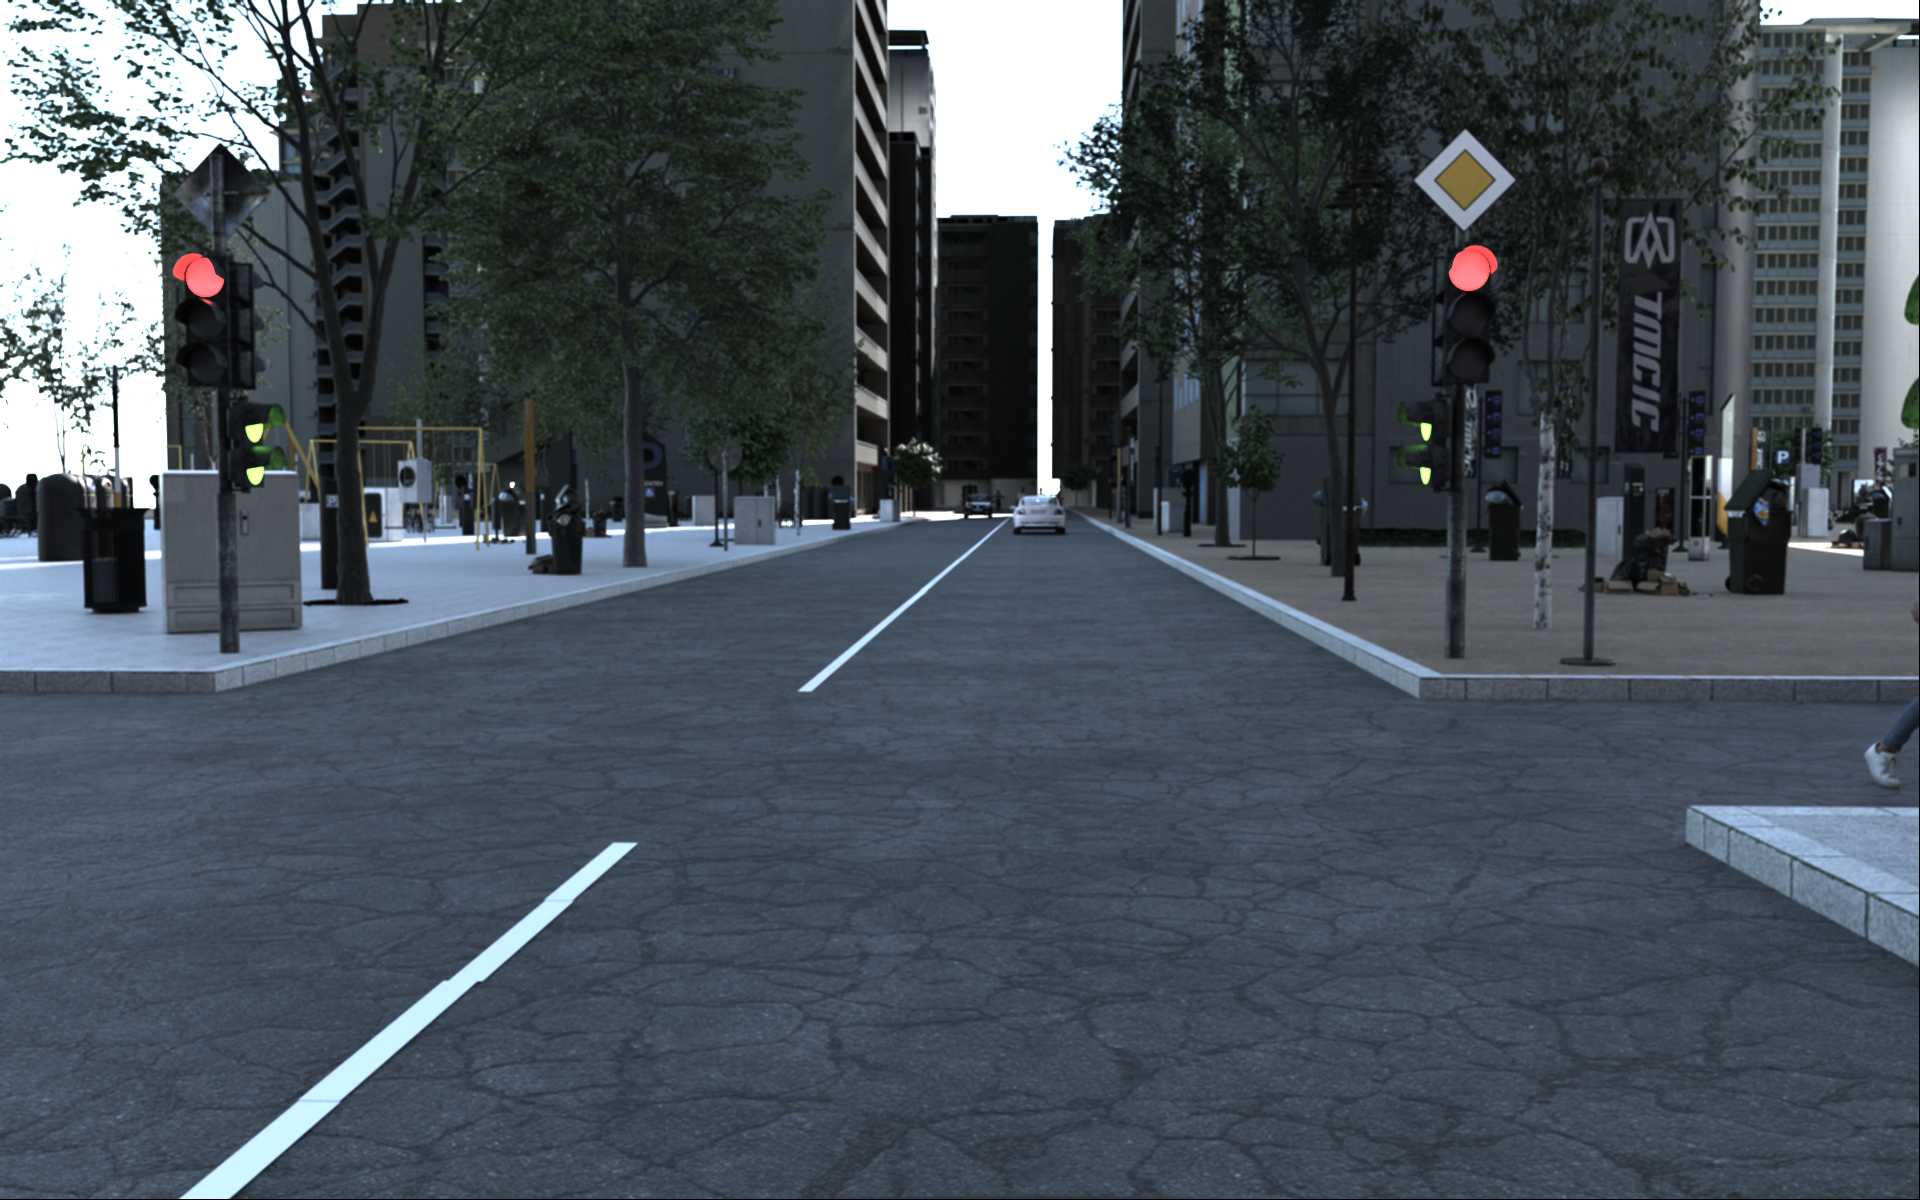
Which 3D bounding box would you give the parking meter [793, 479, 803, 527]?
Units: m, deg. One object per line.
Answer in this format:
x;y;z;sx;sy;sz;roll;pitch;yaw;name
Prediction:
-6.372;-3.809;67.988;0.255;1.863;0.399;-2;4;-32;parking meter

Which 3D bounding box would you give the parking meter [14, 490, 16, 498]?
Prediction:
-47.181;-4.795;86.810;0.372;1.533;0.369;0;3;0;parking meter

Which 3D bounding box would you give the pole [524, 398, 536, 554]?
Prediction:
-9.154;-2.631;36.867;0.158;3.312;0.155;0;3;0;pole

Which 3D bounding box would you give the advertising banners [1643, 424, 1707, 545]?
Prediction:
17.847;-2.917;43.880;0.090;3.025;2.074;-3;5;-45;advertising banners

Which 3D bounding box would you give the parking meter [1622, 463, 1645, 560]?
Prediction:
12.690;-1.647;32.635;0.255;1.863;0.399;0;4;-1;parking meter

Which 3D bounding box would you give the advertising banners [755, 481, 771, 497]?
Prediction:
-9.649;-5.450;85.299;0.090;3.025;2.074;1;4;16;advertising banners

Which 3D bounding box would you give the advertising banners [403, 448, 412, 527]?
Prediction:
-20.847;-4.196;64.788;0.090;3.025;2.074;0;4;6;advertising banners

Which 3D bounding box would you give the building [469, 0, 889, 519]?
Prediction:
-15.633;-29.113;99.695;21.300;48.544;21.600;0;4;3;building

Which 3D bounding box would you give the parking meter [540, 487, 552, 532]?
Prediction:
-13.916;-3.047;58.227;0.372;1.533;0.369;0;3;0;parking meter

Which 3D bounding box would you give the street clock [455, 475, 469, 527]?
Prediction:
-19.330;-3.833;67.241;0.471;2.002;0.358;0;4;5;street clock

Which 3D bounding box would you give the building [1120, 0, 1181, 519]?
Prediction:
20.374;-29.045;98.593;21.300;48.544;21.600;0;4;3;building

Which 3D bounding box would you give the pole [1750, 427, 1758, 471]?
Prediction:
24.212;-3.612;52.891;0.158;3.312;0.155;0;3;0;pole

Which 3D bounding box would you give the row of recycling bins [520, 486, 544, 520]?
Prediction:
-21.431;-4.854;86.470;1.069;1.692;3.534;0;4;7;row of recycling bins

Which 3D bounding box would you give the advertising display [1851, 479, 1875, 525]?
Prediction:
37.979;-4.137;72.850;0.974;1.923;0.123;0;4;-7;advertising display

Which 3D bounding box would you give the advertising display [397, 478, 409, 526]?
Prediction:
-22.287;-3.919;69.287;0.123;1.923;0.974;0;4;2;advertising display

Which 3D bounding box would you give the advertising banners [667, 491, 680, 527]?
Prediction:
-11.805;-4.343;67.200;2.074;3.025;0.090;1;4;21;advertising banners

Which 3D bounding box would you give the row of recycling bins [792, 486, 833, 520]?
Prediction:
-7.201;-4.915;87.476;3.534;1.692;1.069;3;5;44;row of recycling bins

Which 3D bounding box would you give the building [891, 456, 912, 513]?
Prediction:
-13.926;-41.698;120.014;20.563;71.187;20.611;0;4;3;building

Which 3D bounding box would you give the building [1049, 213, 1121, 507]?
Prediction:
16.467;-25.016;180.708;14.107;30.474;14.160;0;4;3;building

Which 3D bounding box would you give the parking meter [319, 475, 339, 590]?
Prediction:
-8.446;-0.917;23.399;0.372;1.533;0.369;0;3;0;parking meter

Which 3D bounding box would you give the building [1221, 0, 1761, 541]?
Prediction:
15.088;-22.620;53.426;14.154;41.232;14.086;0;4;3;building

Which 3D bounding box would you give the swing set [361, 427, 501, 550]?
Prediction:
-12.557;-2.633;40.672;3.119;2.851;2.862;-1;4;-10;swing set

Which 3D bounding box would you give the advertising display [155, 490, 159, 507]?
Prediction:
-35.379;-4.407;77.261;0.974;1.923;0.123;-2;4;-29;advertising display

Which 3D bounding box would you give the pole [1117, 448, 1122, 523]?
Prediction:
7.108;-5.099;77.206;0.158;3.312;0.155;0;3;0;pole

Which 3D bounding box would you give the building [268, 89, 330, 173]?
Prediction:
-58.805;-32.600;187.636;28.867;44.769;22.147;0;4;3;building

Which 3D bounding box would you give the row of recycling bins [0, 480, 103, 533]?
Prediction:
-32.883;-3.365;62.123;3.534;1.692;1.069;-1;4;-21;row of recycling bins

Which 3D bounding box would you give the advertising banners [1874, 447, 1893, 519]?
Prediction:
34.545;-4.131;63.724;0.090;3.025;2.074;-2;4;-28;advertising banners

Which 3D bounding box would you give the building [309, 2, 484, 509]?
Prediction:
-48.751;-30.997;156.912;14.200;45.320;14.600;0;4;3;building

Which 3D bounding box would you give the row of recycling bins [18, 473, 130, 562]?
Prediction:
-17.489;-1.678;34.546;1.069;1.692;3.534;-1;4;-9;row of recycling bins

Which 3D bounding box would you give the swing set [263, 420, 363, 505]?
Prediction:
-13.339;-2.220;33.910;2.862;2.851;3.119;-1;4;-21;swing set

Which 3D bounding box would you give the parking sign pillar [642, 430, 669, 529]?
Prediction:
-11.677;-4.678;64.962;1.447;3.967;1.447;-1;4;-17;parking sign pillar

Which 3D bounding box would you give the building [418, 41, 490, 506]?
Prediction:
-28.913;-27.889;147.869;23.993;40.220;32.217;0;4;3;building

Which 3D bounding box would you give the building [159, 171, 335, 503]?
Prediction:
-62.862;-23.666;158.644;14.107;30.474;14.160;0;4;3;building

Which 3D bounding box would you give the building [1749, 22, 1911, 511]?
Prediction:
58.533;-27.629;143.621;23.993;40.220;32.217;0;4;3;building

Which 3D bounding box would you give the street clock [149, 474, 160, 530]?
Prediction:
-28.884;-3.531;62.297;0.358;2.002;0.471;2;4;34;street clock

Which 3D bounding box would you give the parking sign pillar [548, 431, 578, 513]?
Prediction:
-17.098;-5.264;74.534;1.447;3.967;1.447;2;4;32;parking sign pillar

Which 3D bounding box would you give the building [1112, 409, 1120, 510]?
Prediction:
22.938;-49.611;123.811;22.319;86.520;31.000;0;4;3;building

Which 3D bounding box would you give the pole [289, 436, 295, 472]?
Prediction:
-23.422;-4.095;60.800;0.158;3.312;0.155;0;3;0;pole

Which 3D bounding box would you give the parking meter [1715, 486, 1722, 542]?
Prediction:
20.400;-2.318;46.310;0.372;1.533;0.369;0;3;0;parking meter

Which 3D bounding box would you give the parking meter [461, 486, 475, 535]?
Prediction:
-15.349;-2.790;54.035;0.372;1.533;0.369;0;3;0;parking meter

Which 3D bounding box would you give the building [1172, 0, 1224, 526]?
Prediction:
16.885;-26.008;75.344;14.600;45.320;14.200;0;4;3;building

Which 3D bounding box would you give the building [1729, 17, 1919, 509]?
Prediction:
78.276;-28.676;152.441;14.086;41.232;14.154;0;4;3;building

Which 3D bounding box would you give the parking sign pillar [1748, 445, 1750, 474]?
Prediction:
35.126;-5.454;77.646;1.447;3.967;1.447;0;4;-4;parking sign pillar

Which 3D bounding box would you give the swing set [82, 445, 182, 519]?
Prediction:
-26.566;-3.533;55.378;3.119;2.851;2.862;-2;4;-23;swing set

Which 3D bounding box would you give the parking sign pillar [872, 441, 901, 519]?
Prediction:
-3.773;-6.134;88.755;1.447;3.967;1.447;1;4;21;parking sign pillar

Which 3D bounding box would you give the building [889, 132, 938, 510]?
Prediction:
-9.412;-22.428;138.400;14.160;30.474;14.107;0;4;3;building

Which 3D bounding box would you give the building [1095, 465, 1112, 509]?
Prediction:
22.519;-43.537;150.080;20.563;71.187;20.611;0;4;3;building

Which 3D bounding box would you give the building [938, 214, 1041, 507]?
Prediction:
1.364;-25.062;181.470;14.107;30.474;14.160;0;4;3;building

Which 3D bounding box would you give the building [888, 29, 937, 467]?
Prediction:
-9.155;-28.889;155.926;14.086;41.232;14.154;0;4;3;building
